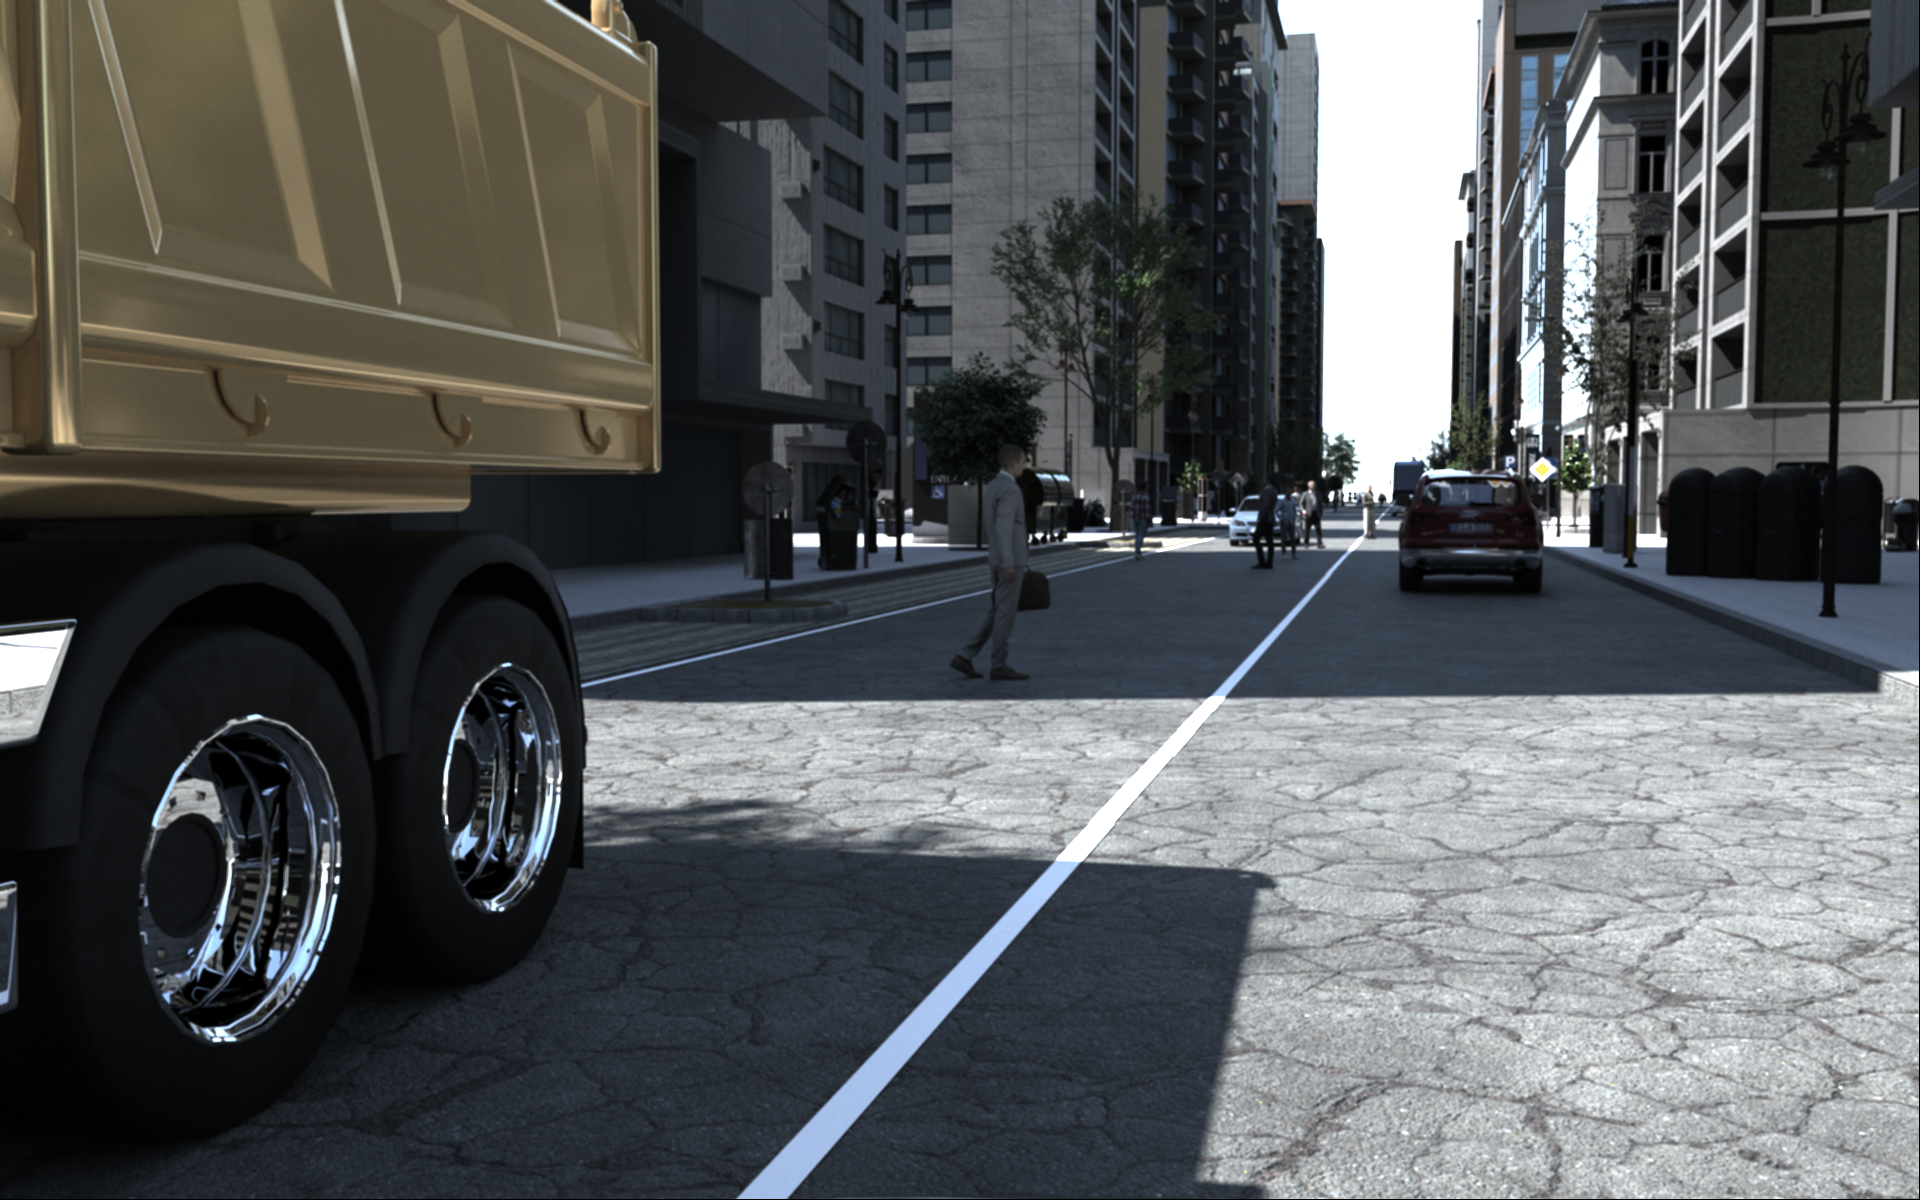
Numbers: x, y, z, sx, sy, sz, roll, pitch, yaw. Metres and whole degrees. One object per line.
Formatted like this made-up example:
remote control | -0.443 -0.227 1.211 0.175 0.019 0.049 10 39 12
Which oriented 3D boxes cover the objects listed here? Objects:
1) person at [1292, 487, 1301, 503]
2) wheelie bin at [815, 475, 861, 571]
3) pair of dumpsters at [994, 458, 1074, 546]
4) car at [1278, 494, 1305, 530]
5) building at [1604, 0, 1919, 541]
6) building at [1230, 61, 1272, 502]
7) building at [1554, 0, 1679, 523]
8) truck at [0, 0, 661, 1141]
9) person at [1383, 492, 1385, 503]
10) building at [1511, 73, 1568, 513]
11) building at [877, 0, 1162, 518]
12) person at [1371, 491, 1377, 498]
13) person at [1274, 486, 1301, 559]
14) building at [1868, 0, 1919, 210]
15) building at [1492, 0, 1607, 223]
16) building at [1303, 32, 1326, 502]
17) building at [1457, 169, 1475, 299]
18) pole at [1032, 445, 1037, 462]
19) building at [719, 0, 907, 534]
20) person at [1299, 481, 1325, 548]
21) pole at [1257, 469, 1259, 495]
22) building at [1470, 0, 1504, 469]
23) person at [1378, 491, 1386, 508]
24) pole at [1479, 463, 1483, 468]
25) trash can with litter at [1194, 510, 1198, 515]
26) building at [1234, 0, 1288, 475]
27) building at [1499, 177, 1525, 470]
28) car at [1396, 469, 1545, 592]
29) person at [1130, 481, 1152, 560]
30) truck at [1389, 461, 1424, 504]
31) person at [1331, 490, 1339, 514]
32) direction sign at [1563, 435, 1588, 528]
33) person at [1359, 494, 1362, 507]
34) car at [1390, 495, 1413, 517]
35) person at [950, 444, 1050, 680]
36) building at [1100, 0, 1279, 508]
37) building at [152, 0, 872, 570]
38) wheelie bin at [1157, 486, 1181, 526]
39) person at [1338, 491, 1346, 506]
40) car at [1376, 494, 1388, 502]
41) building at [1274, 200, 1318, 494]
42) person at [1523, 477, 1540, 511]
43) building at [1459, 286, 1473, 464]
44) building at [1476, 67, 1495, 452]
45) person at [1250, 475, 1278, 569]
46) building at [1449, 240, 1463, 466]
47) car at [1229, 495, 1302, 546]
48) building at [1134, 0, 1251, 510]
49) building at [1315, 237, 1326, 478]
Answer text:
person | 15.187 -4.224 78.138 0.480 1.755 0.524 0 4 0
wheelie bin | -2.050 -1.308 29.296 0.693 1.594 0.980 -1 4 -19
pair of dumpsters | 1.835 -2.602 45.034 1.574 2.255 4.437 1 4 14
car | 12.579 -3.565 68.069 2.009 1.686 4.222 1 4 13
building | 31.327 -37.414 49.965 20.563 71.187 20.611 1 4 14
building | 21.099 -29.183 160.734 14.154 41.232 14.086 1 4 14
building | 51.025 -18.529 79.359 44.131 29.872 17.030 1 4 14
truck | -3.324 -0.361 1.819 3.469 3.379 9.791 1 4 12
person | 67.784 -16.399 276.556 0.705 1.831 1.348 1 4 15
building | 43.528 -19.947 112.034 13.634 28.700 20.117 1 4 14
building | 1.745 -40.573 101.628 20.563 71.187 20.611 1 4 14
person | 49.162 -12.144 207.019 1.348 1.831 0.705 1 4 13
person | 7.232 -1.710 38.268 0.589 1.601 0.330 -1 4 -13
building | 27.181 -26.120 16.295 28.713 52.752 27.495 1 4 14
building | 54.730 -30.799 153.678 14.600 45.320 14.200 1 4 14
building | 48.467 -51.215 275.615 20.563 71.187 20.611 1 4 14
building | 92.691 -41.688 270.835 28.713 52.752 27.495 1 4 14
pole | 3.009 -4.672 70.236 0.158 3.312 0.155 0 3 0
building | -9.697 -17.801 62.746 14.107 30.474 14.160 1 4 14
person | 9.262 -2.232 45.389 0.661 1.777 0.834 -1 4 -16
pole | 24.413 -9.057 141.926 0.158 3.312 0.155 0 3 0
building | 70.572 -40.322 201.260 21.231 58.520 28.212 1 4 14
person | 43.180 -10.270 177.199 0.721 1.735 1.217 -2 4 -30
pole | 33.832 -7.259 112.533 0.158 3.312 0.155 0 3 0
trash can with litter | 14.285 -5.852 107.068 1.055 1.170 0.624 -2 4 -25
building | 19.011 -36.288 182.555 28.713 52.752 27.495 1 4 14
building | 49.824 -20.821 133.929 14.314 27.812 24.014 1 4 14
car | 7.930 -1.117 26.944 2.281 1.827 5.304 1 4 16
person | 3.944 -1.750 37.947 0.643 1.720 0.563 -3 4 -36
truck | 35.064 -8.871 134.800 2.967 4.110 18.799 1 4 13
person | 27.206 -7.123 125.548 0.593 1.750 0.643 2 4 26
direction sign | 23.471 -4.533 66.115 0.876 3.537 0.379 1 4 14
person | 44.287 -10.971 191.095 0.599 1.433 0.991 0 4 5
car | 28.835 -6.080 111.776 2.083 1.381 4.827 1 4 13
person | 0.361 -0.292 13.387 0.853 1.813 0.709 -1 4 -17
building | 28.913 -46.850 204.249 20.563 71.187 20.611 1 4 14
building | -18.181 -26.691 25.640 28.713 52.752 27.495 1 4 14
wheelie bin | 8.418 -3.781 69.735 0.980 1.594 0.693 1 4 17
person | 44.072 -11.684 199.613 1.350 1.814 0.705 -3 4 -39
car | 73.756 -17.880 302.563 2.015 1.641 3.980 1 4 13
building | 40.478 -36.587 252.815 22.147 44.769 28.867 1 4 14
person | 11.051 -1.512 33.770 0.519 1.759 0.362 2 4 31
building | 80.092 -29.414 252.626 14.160 30.474 14.107 1 4 14
building | 63.871 -31.765 173.987 22.147 44.769 28.867 1 4 14
person | 5.870 -1.510 33.378 0.592 1.802 0.473 -3 5 -44
building | 90.325 -39.330 293.158 14.600 45.320 14.200 1 4 14
car | 8.686 -2.265 49.038 2.014 1.417 4.499 1 4 15
building | 10.664 -29.356 134.587 22.147 44.769 28.867 1 4 14
building | 54.433 -39.375 293.894 14.600 45.320 14.200 1 4 14
